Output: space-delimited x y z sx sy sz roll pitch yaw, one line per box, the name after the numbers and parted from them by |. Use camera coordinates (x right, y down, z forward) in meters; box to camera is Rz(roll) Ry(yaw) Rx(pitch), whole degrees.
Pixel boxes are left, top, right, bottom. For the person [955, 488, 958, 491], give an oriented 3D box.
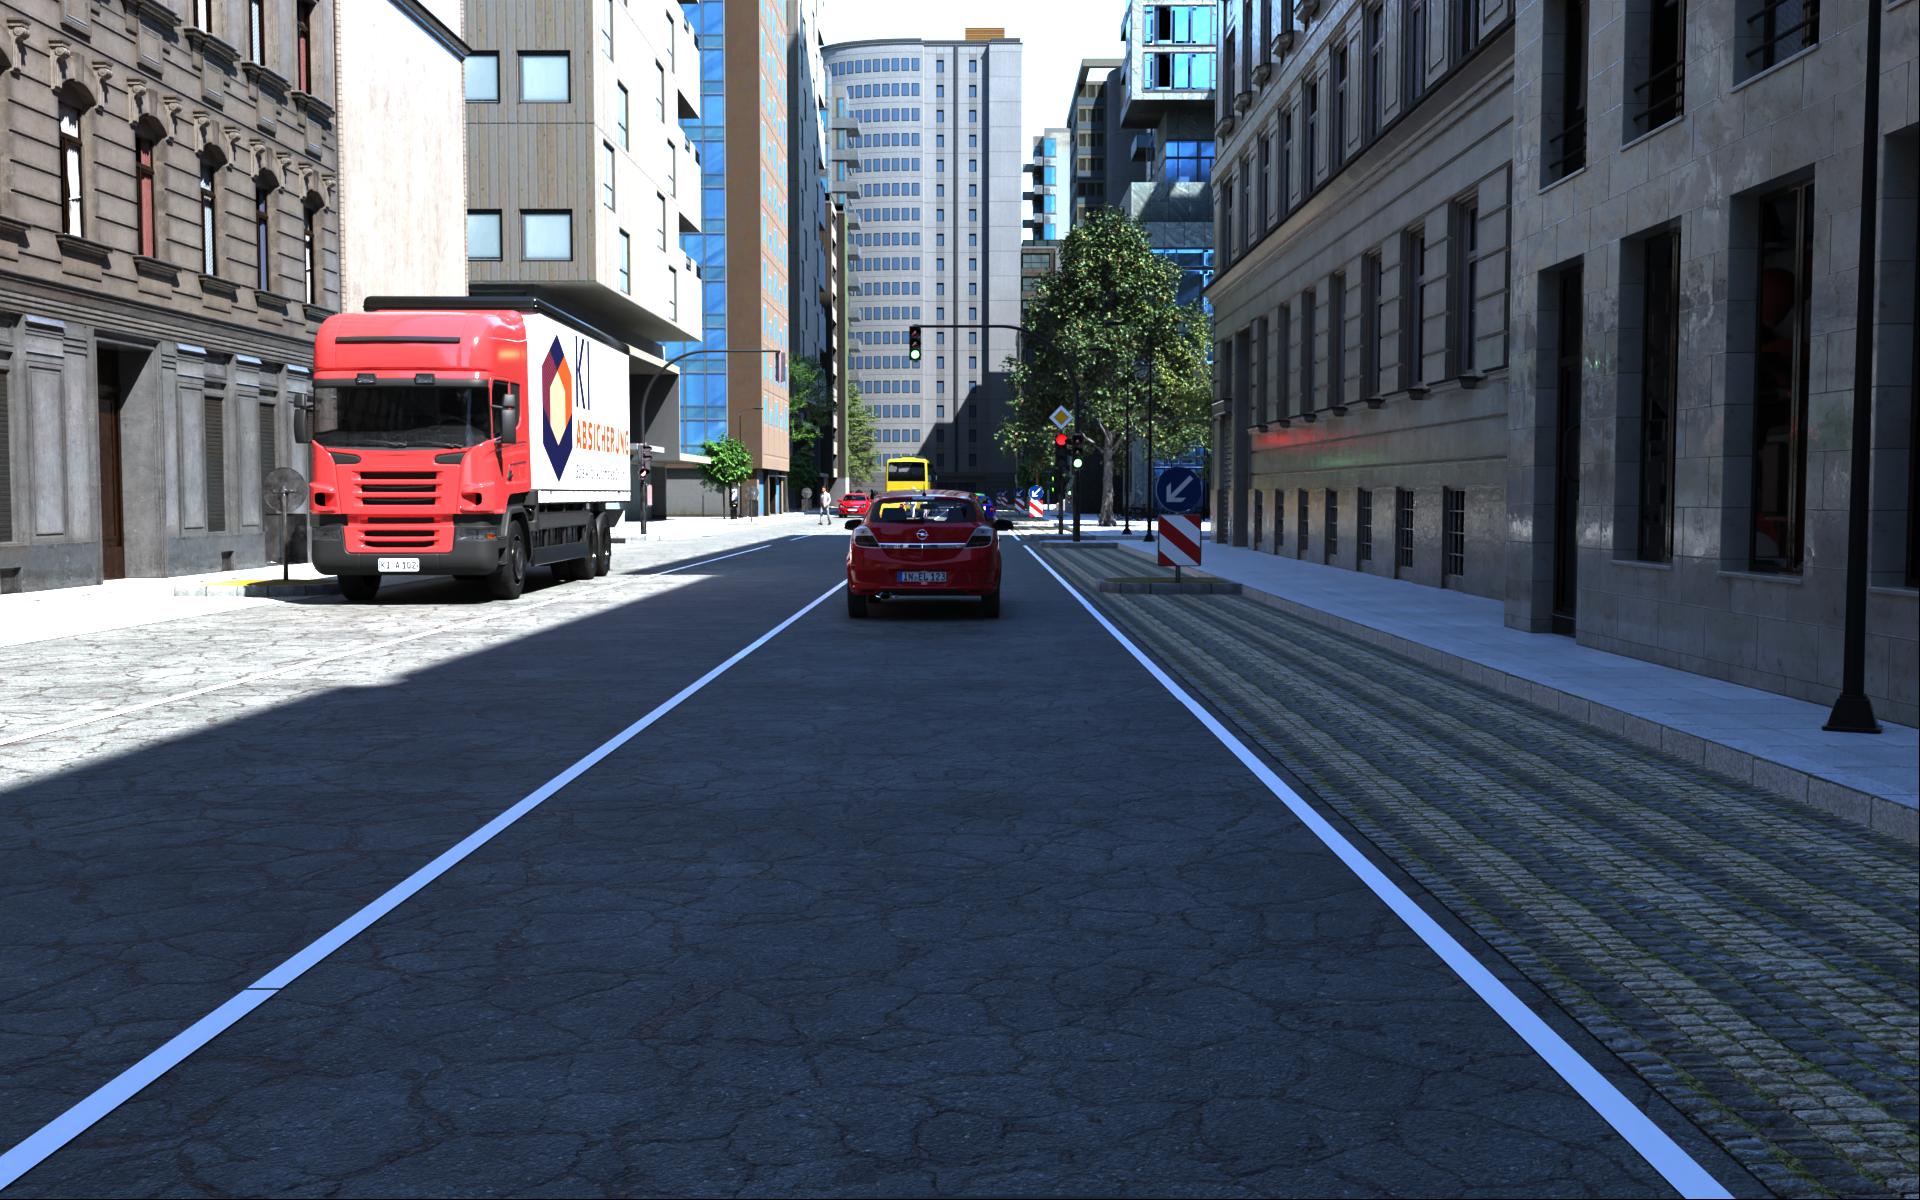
-0.281 -7.128 124.826 0.755 1.850 0.659 -2 4 -34 | person

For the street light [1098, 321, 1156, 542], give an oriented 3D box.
4.574 -4.531 46.628 1.470 5.913 1.316 0 4 0 | street light

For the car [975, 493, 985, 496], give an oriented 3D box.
0.703 -5.099 92.164 1.959 1.807 4.718 0 4 1 | car

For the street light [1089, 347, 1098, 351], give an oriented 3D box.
4.764 -5.035 54.867 1.470 5.913 1.316 0 4 0 | street light

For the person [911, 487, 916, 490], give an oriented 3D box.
-2.545 -5.328 95.484 0.514 1.842 0.818 1 4 23 | person

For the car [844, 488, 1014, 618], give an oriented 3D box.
-0.400 -0.767 21.580 2.155 1.783 4.494 0 4 1 | car

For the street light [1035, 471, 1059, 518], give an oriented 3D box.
4.777 -7.331 92.409 1.470 5.913 1.316 0 4 0 | street light

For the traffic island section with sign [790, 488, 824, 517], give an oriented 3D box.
-9.383 -5.984 106.474 1.989 1.847 2.006 0 4 0 | traffic island section with sign

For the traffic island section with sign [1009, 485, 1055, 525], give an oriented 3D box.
3.369 -4.349 79.741 1.989 1.847 2.006 0 4 0 | traffic island section with sign

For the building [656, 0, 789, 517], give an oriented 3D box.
-17.712 -27.578 101.015 14.600 45.320 14.200 0 4 0 | building

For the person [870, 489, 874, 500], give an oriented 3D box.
-7.515 -8.481 147.183 0.705 1.821 1.348 0 4 -3 | person

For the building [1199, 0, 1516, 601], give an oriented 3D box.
13.846 -12.111 31.292 16.112 22.955 30.059 0 4 0 | building

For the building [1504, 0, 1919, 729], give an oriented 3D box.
10.407 -9.357 7.737 10.420 20.320 16.860 0 4 0 | building

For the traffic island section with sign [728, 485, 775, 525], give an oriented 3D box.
-9.550 -4.331 79.437 1.989 1.847 2.006 0 4 0 | traffic island section with sign

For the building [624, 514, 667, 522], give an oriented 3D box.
-25.938 -29.529 72.045 28.713 52.752 27.495 0 4 0 | building

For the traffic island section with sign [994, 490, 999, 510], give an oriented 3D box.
3.862 -9.044 156.501 1.989 1.847 2.006 0 4 0 | traffic island section with sign

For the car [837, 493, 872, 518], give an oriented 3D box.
-6.343 -5.886 105.279 2.155 1.783 4.494 0 4 2 | car

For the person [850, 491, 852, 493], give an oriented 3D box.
-9.564 -8.702 151.603 1.217 1.723 0.721 0 4 5 | person

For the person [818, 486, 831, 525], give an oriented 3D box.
-6.251 -4.368 80.198 0.678 1.792 0.850 2 4 29 | person

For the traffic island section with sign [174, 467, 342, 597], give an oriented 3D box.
-9.893 -0.996 24.911 1.989 1.847 2.006 0 4 0 | traffic island section with sign

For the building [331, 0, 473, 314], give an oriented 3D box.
-22.049 -10.807 41.326 19.286 19.102 10.561 0 4 0 | building

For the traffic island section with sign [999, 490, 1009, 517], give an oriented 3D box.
3.541 -5.998 106.695 1.989 1.847 2.006 0 4 0 | traffic island section with sign

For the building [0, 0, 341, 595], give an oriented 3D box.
-16.797 -10.742 24.780 9.793 20.994 18.267 0 4 0 | building

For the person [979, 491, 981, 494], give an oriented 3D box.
2.109 -10.403 179.118 0.617 1.759 0.750 -2 4 -25 | person

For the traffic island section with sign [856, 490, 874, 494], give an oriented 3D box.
-9.068 -9.050 156.591 1.989 1.847 2.006 0 4 0 | traffic island section with sign

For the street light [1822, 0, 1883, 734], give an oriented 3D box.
4.320 -2.246 9.266 1.470 5.913 1.316 0 4 0 | street light

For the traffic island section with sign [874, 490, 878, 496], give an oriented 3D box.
-8.900 -10.698 183.546 1.989 1.847 2.006 0 4 0 | traffic island section with sign

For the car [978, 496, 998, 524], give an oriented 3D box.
0.822 -4.265 82.310 1.945 1.354 3.894 0 3 0 | car

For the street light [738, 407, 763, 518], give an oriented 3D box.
-11.208 -7.347 92.660 1.470 5.913 1.316 0 4 0 | street light

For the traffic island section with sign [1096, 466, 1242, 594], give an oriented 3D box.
3.031 -1.034 25.542 1.989 1.847 2.006 0 4 0 | traffic island section with sign

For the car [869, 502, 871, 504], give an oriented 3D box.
-3.581 -4.717 87.345 2.015 1.641 3.980 0 4 -2 | car
